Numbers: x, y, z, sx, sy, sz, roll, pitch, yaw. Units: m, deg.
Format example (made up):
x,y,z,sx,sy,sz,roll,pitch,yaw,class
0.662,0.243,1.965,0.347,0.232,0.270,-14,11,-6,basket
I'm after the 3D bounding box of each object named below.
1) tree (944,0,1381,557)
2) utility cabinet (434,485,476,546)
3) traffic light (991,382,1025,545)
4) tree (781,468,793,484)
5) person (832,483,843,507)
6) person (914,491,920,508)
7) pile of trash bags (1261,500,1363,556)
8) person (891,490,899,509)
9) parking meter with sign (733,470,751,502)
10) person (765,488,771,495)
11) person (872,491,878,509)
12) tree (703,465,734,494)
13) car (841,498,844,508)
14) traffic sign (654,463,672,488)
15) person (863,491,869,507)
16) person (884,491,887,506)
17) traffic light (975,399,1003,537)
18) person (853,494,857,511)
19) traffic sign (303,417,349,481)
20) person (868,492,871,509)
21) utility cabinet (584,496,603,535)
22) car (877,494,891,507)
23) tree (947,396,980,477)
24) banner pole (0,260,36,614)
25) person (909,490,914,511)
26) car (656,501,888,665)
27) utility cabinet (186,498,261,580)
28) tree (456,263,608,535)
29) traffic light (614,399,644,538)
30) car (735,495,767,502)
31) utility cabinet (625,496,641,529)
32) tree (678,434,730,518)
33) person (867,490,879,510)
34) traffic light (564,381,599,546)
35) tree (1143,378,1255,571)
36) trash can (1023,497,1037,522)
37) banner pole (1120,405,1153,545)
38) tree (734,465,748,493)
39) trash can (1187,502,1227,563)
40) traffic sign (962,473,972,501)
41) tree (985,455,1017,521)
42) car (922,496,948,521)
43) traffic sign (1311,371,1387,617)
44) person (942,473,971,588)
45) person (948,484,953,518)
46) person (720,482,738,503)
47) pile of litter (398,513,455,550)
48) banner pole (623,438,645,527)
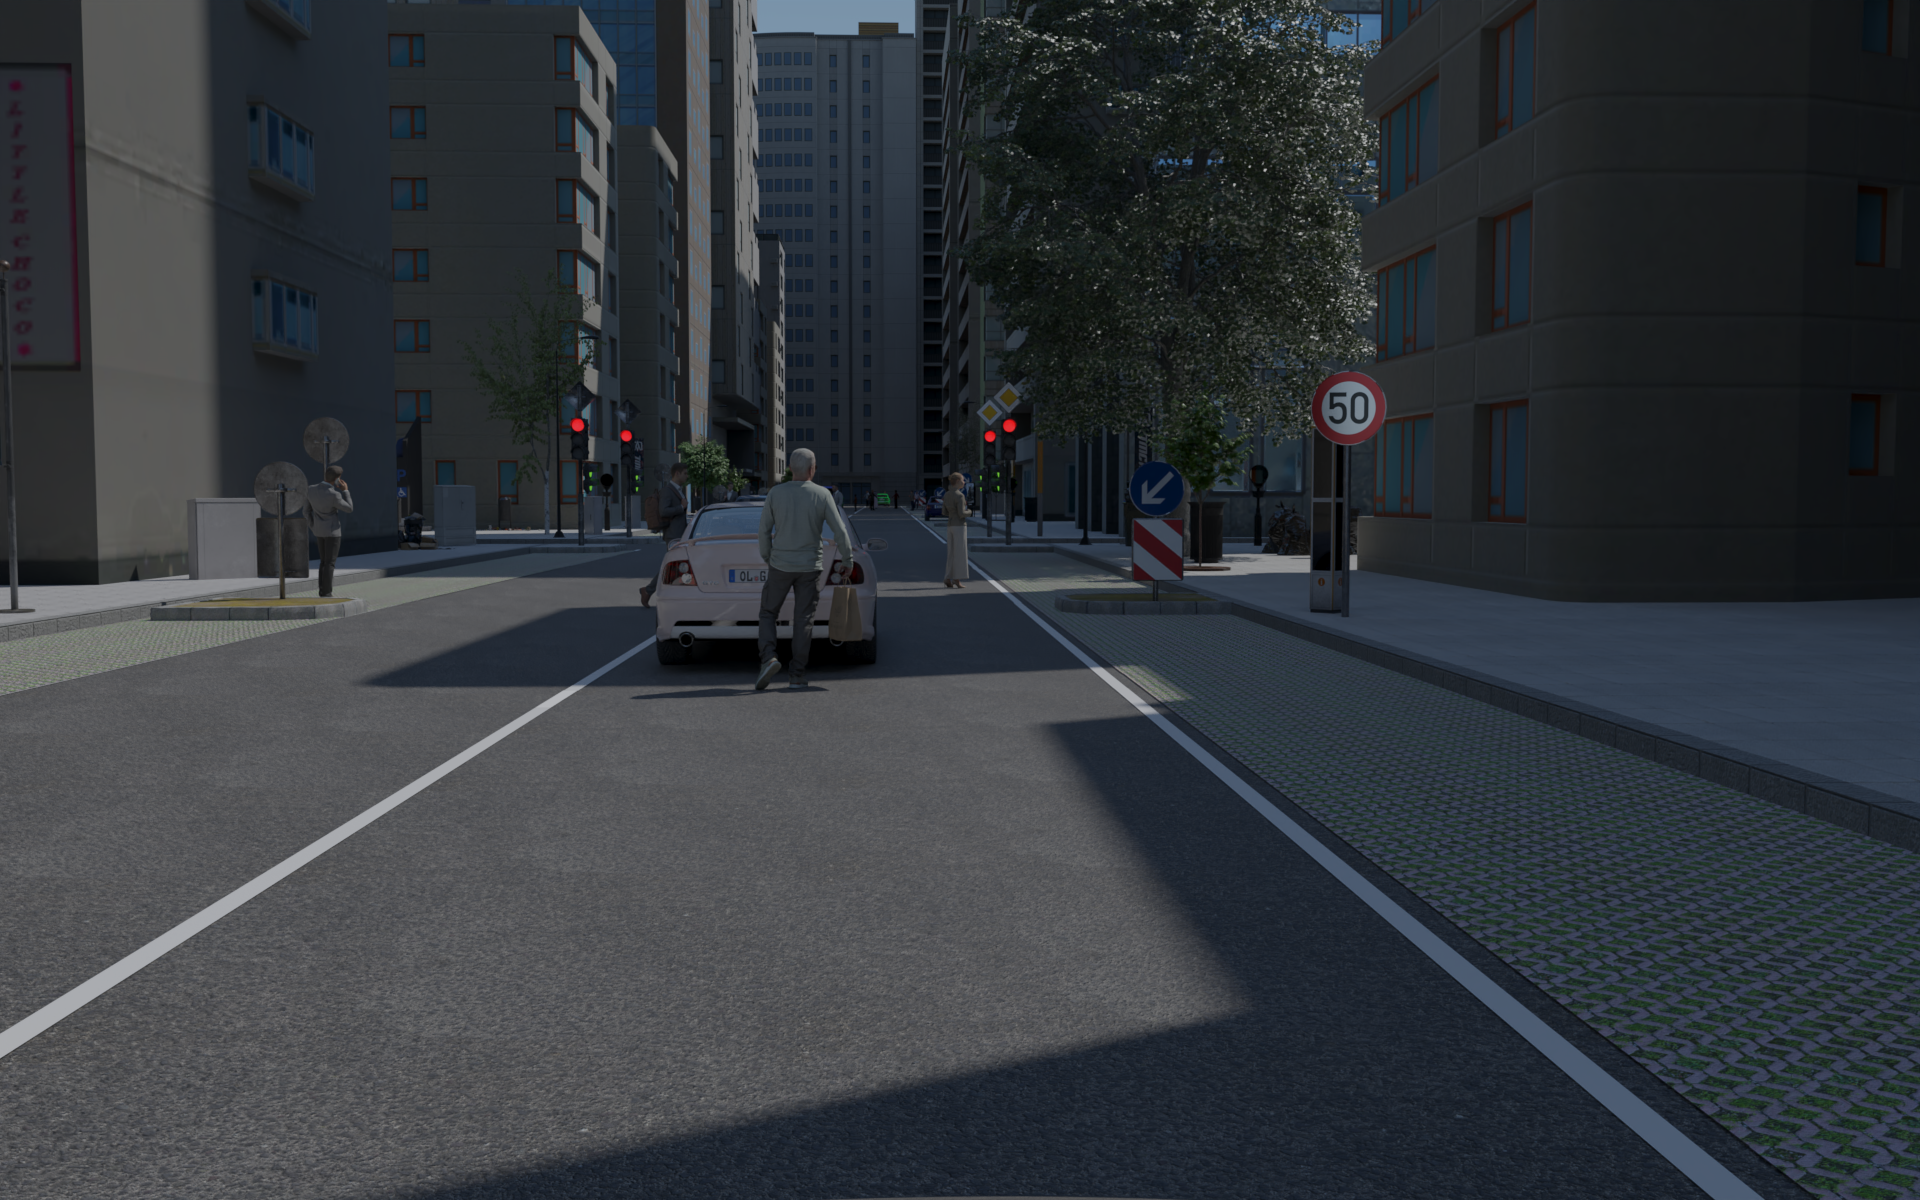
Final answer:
x,y,z,sx,sy,sz,roll,pitch,yaw,class
4.359,-7.861,35.190,9.857,13.997,8.962,0,3,0,tree
-12.480,-2.090,42.850,0.318,1.500,1.173,2,4,25,utility cabinet
1.199,-3.335,43.441,0.839,4.253,0.868,0,4,-2,traffic light
-17.596,-12.307,184.930,4.285,4.588,4.351,0,3,0,tree
-3.930,-2.864,55.606,0.850,1.792,0.678,-2,4,-31,person
-4.102,-9.442,163.818,0.756,1.711,0.436,3,4,38,person
7.538,-1.627,36.349,1.912,1.369,3.447,0,4,-1,pile of trash bags
-6.229,-9.726,167.478,0.705,1.831,1.348,2,4,35,person
-15.404,-7.848,124.574,1.738,3.016,0.543,0,4,2,parking meter with sign
-10.896,-5.691,101.772,1.509,1.804,0.699,2,4,31,person
-8.130,-9.590,165.962,0.621,1.740,0.551,2,4,33,person
-14.649,-6.681,103.827,1.663,3.219,1.824,0,3,0,tree
-11.242,-8.865,153.734,1.959,1.807,4.718,0,4,-4,car
-12.367,-4.404,72.109,0.768,2.556,0.104,0,4,-1,traffic sign
-10.637,-11.610,198.305,0.705,1.826,1.348,-3,5,-45,person
-8.805,-11.801,201.998,0.434,1.755,0.990,2,4,25,person
0.857,-3.823,51.419,0.839,4.253,0.868,0,4,-2,traffic light
-8.685,-8.065,143.616,0.557,1.426,1.065,1,4,9,person
-10.503,-1.749,28.704,0.768,2.556,0.104,0,4,-1,traffic sign
-8.958,-9.882,171.546,0.415,1.643,0.593,-3,5,-40,person
-11.620,-2.672,54.844,0.306,1.237,1.020,-2,4,-29,utility cabinet
-8.857,-11.501,196.841,1.959,1.807,4.718,0,4,-2,car
0.765,-10.986,129.979,4.360,8.622,3.978,0,3,0,tree
-10.246,-1.738,18.427,0.401,3.779,0.863,0,4,0,banner pole
-4.210,-8.452,147.219,0.750,1.759,0.617,2,4,32,person
-1.698,-0.220,15.961,2.083,1.381,4.827,0,4,-3,car
-11.150,-0.924,26.266,0.306,1.237,1.020,3,5,41,utility cabinet
-13.298,-6.372,54.543,4.737,8.622,4.395,0,3,0,tree
-9.743,-3.794,50.951,0.839,4.253,0.868,0,4,-2,traffic light
-6.360,-2.594,54.410,2.014,1.417,4.499,0,4,-3,car
-12.190,-3.263,64.506,0.306,1.237,1.020,0,4,8,utility cabinet
-13.980,-6.737,93.861,4.285,4.588,4.351,0,3,0,tree
-7.615,-8.722,151.233,1.348,1.807,0.705,-3,5,-45,person
-9.402,-3.306,42.973,0.839,4.253,0.868,0,4,-2,traffic light
4.170,-2.108,29.062,1.663,3.219,1.824,0,3,0,tree
3.283,-4.170,79.832,0.748,1.137,0.748,0,3,0,trash can
4.505,-3.308,44.098,0.863,3.779,0.401,0,4,-1,banner pole
-14.915,-7.297,113.899,1.663,3.219,1.824,0,3,0,tree
4.602,-1.265,32.333,0.748,1.137,0.748,0,3,0,trash can
0.339,-6.357,104.034,0.768,2.556,0.104,0,4,-2,traffic sign
1.631,-5.420,83.224,1.663,3.219,1.824,0,3,0,tree
-1.034,-4.895,92.616,1.945,1.354,3.894,0,4,-2,car
4.019,-1.093,17.984,0.768,2.556,0.104,0,4,7,traffic sign
-0.021,-1.061,26.397,0.362,1.759,0.519,-2,4,-34,person
-0.220,-3.574,67.155,0.699,1.804,1.509,1,4,16,person
-7.657,-3.001,57.536,0.622,1.834,0.822,-1,4,-12,person
-12.565,-1.591,39.985,1.719,0.858,1.176,0,4,-5,pile of litter
-12.850,-4.784,68.238,0.863,3.779,0.401,-1,4,-10,banner pole
